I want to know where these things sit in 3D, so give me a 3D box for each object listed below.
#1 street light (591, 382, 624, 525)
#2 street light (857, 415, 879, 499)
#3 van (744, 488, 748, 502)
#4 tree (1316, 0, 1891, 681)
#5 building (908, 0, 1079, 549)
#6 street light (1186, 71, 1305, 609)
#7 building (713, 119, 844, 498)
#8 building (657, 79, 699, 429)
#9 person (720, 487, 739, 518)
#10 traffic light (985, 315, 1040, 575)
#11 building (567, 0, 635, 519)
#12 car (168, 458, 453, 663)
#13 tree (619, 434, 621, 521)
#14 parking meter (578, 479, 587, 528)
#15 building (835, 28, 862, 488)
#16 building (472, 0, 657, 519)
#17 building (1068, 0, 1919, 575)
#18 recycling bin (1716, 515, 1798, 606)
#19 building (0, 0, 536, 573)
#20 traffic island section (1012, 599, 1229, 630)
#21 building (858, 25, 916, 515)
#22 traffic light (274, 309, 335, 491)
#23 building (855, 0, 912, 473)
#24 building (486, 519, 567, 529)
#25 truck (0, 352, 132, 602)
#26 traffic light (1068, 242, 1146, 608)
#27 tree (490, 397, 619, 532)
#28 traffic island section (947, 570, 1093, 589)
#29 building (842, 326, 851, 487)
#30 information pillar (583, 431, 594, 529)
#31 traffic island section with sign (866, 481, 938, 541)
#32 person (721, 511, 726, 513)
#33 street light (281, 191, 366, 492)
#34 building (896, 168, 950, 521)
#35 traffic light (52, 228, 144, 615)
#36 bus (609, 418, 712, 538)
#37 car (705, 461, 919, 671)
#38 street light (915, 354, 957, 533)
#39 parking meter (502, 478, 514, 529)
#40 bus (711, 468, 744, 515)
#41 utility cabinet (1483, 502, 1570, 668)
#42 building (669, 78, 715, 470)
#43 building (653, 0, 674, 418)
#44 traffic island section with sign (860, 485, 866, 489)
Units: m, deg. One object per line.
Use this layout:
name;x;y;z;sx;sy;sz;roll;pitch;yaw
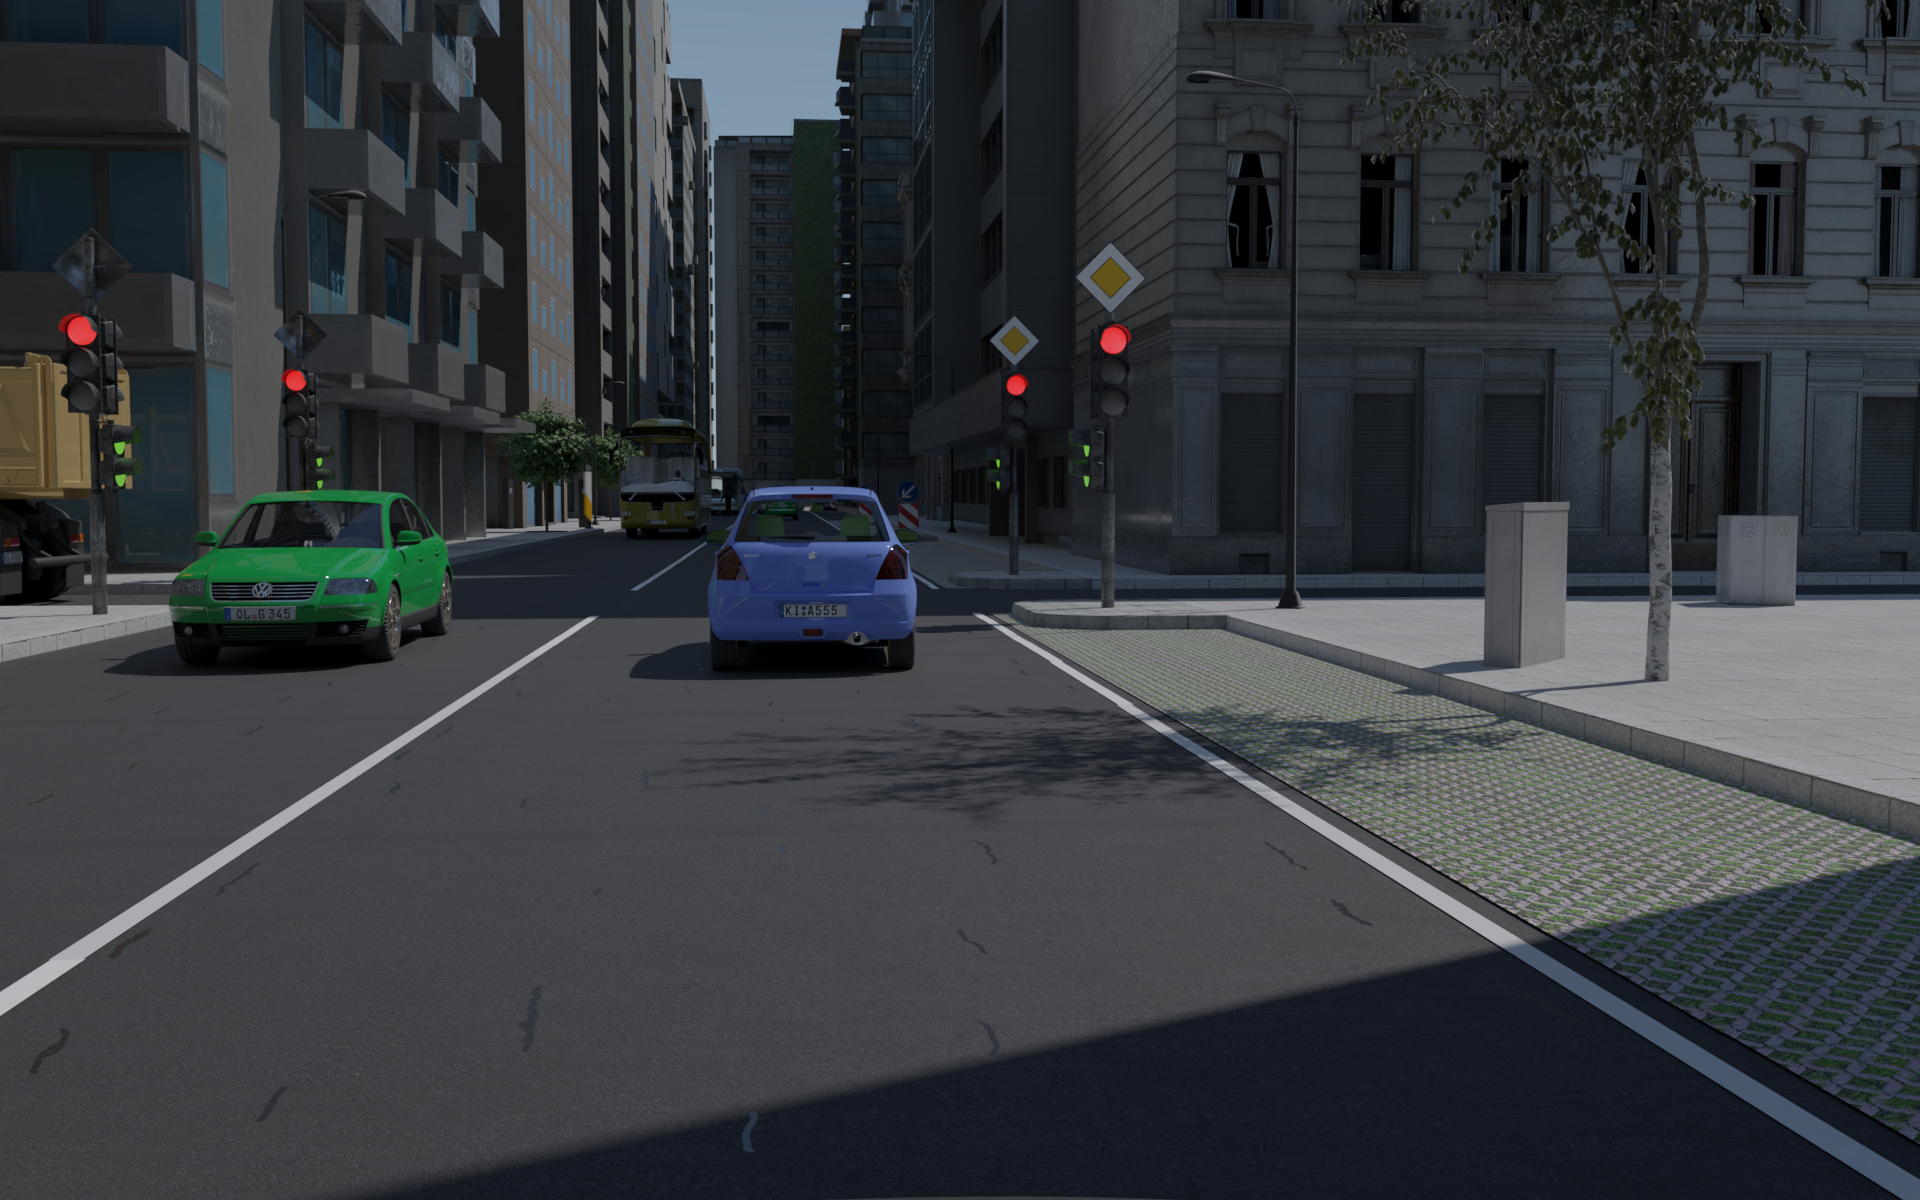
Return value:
street light;-14.566;-6.060;71.622;1.470;5.913;1.316;0;4;-6
street light;-5.350;-7.899;101.687;1.470;5.913;1.316;0;4;-6
van;-20.499;-9.437;158.670;2.240;2.365;5.245;0;4;-7
tree;4.569;-3.751;11.689;4.360;8.622;3.978;0;3;0
building;6.561;-14.323;53.246;14.314;24.678;30.058;0;4;-6
street light;3.177;-2.857;19.257;1.470;5.913;1.316;0;4;-6
building;-20.054;-31.084;191.809;14.086;41.232;14.154;0;4;-6
building;-36.465;-28.588;159.301;23.993;40.220;32.217;0;4;-6
person;-13.907;-5.872;104.140;0.705;1.869;1.348;3;5;45
traffic light;0.835;-2.354;27.414;0.839;4.253;0.868;0;4;-6
building;-24.990;-19.565;91.584;14.160;30.474;14.107;0;4;-6
car;-5.911;-0.449;16.145;1.959;1.807;4.718;0;4;-8
tree;-16.756;-6.055;82.710;4.285;4.588;4.351;0;3;0
parking meter;-14.366;-3.698;66.181;0.399;1.863;0.255;-2;4;-24
building;-0.548;-31.162;164.117;22.147;44.769;28.867;0;4;-6
building;-26.317;-27.928;106.739;14.600;45.320;14.200;0;4;-6
building;11.695;-11.199;32.254;18.267;20.994;9.793;0;4;-6
recycling bin;9.302;-0.470;20.241;0.722;1.027;0.722;1;4;12
building;-23.073;-25.624;38.554;23.786;49.044;30.456;0;4;-6
traffic island section;1.694;0.165;19.588;2.009;0.180;2.903;0;4;-6
building;0.385;-20.785;111.542;14.160;30.474;14.107;0;4;-6
traffic light;-9.968;-2.286;26.289;0.839;4.253;0.868;0;4;-6
building;3.995;-31.491;134.484;23.786;49.044;30.456;0;4;-6
building;-23.457;-25.624;69.059;14.600;45.320;14.200;0;4;-6
truck;-16.001;-1.593;21.966;9.791;3.379;3.469;0;4;-4
traffic light;1.653;-1.868;19.470;0.839;4.253;0.868;0;4;-6
tree;-14.109;-4.584;58.664;4.285;4.588;4.351;0;3;0
traffic island section;0.876;-0.321;27.532;2.009;0.180;2.903;0;4;-6
building;0.894;-21.793;201.347;28.899;21.520;27.650;0;4;-6
information pillar;-13.834;-4.465;64.349;0.183;3.616;0.504;1;4;14
traffic island section with sign;-1.741;-2.710;52.944;1.989;1.847;2.006;0;4;-6
person;-17.891;-7.487;130.896;0.705;1.826;1.348;1;4;15
street light;-9.808;-3.310;26.663;1.470;5.913;1.316;0;4;-6
building;4.189;-16.295;85.503;14.460;24.649;34.723;0;4;-6
traffic light;-9.149;-1.800;18.346;0.839;4.253;0.868;0;4;-6
bus;-10.087;-4.181;59.909;2.896;3.916;12.252;0;4;-6
car;-1.310;-0.356;15.414;1.945;1.707;3.694;0;4;-5
street light;-0.801;-5.193;57.454;1.470;5.913;1.316;0;4;-6
parking meter;-16.530;-3.527;63.375;0.255;1.863;0.399;1;4;18
bus;-16.635;-7.728;121.207;2.948;3.499;13.247;0;4;-5
utility cabinet;4.311;-0.124;13.197;0.306;1.237;1.020;3;4;37
building;-38.735;-34.841;193.356;21.600;48.544;21.300;0;4;-6
building;-35.249;-32.861;126.513;28.713;52.752;27.495;0;4;-6
traffic island section with sign;-4.505;-4.353;79.802;1.989;1.847;2.006;0;4;-6
